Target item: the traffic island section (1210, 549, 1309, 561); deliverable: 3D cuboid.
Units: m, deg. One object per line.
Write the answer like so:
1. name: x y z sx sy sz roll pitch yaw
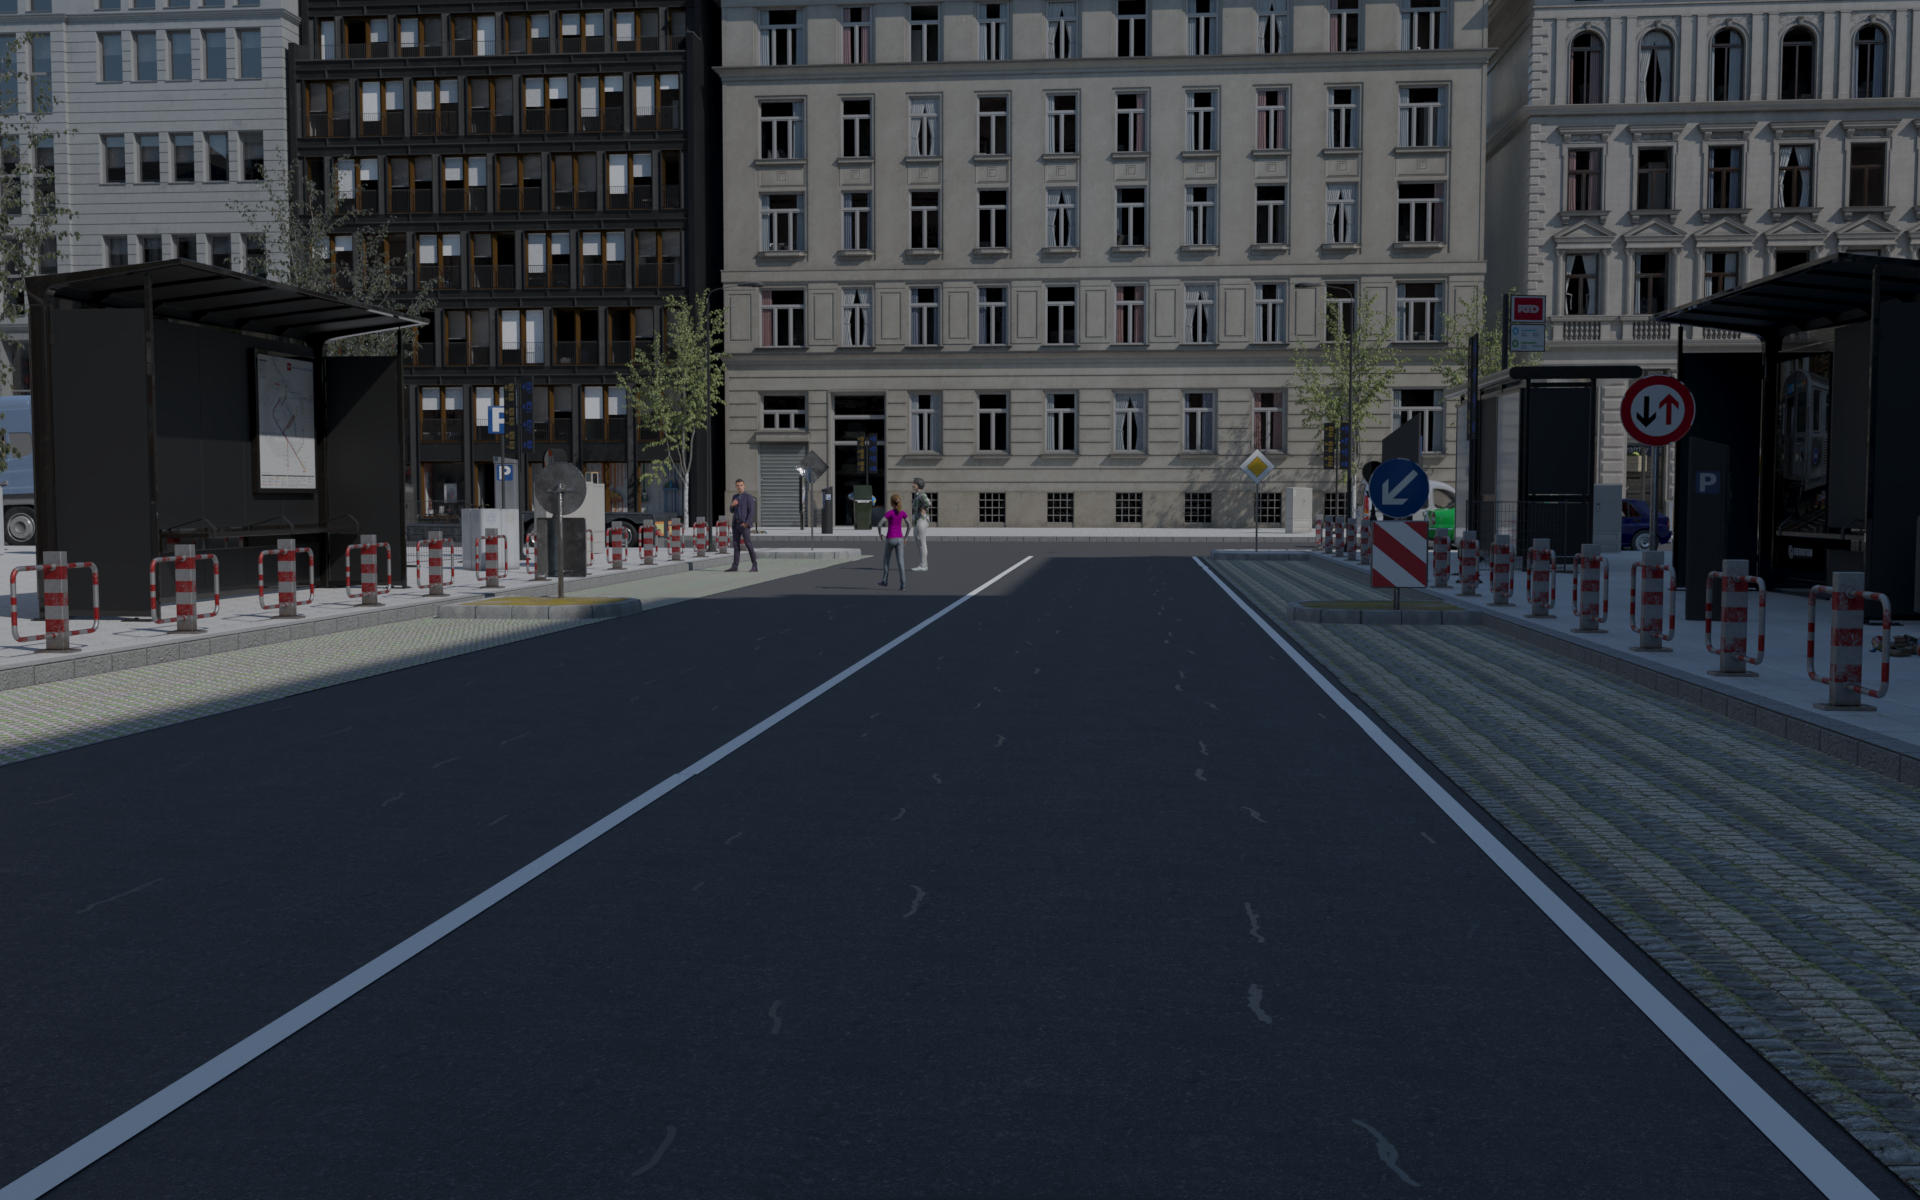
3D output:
1. traffic island section: 6.606 -0.991 38.486 2.009 0.180 2.903 0 4 6

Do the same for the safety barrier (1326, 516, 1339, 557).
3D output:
1. safety barrier: 7.704 -1.276 35.142 0.300 0.817 1.120 0 4 6

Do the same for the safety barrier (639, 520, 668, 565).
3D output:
1. safety barrier: -5.615 -1.036 31.219 0.300 0.817 1.120 0 4 6

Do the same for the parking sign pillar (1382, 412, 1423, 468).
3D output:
1. parking sign pillar: 14.765 -4.241 57.820 1.447 3.967 1.447 3 4 37

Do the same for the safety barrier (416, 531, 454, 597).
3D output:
1. safety barrier: -6.554 -0.451 21.652 0.300 0.817 1.120 0 4 6

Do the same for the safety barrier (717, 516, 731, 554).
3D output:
1. safety barrier: -5.056 -1.387 36.949 0.300 0.817 1.120 0 4 6

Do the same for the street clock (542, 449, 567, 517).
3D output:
1. street clock: -6.467 -1.413 27.680 0.358 2.002 0.471 -3 4 -37

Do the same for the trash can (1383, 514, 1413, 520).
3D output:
1. trash can: 9.047 -1.477 35.802 0.748 1.137 0.748 0 3 0

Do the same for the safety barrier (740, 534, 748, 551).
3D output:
1. safety barrier: -4.868 -1.503 38.856 0.300 0.817 1.120 0 4 6

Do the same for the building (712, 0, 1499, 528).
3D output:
1. building: 5.794 -14.604 72.061 30.059 22.955 16.112 0 4 6

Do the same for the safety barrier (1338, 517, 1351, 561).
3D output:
1. safety barrier: 7.519 -1.159 33.222 0.300 0.817 1.120 0 4 6

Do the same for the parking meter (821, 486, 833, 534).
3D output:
1. parking meter: -4.274 -2.892 55.691 0.372 1.533 0.369 0 3 0

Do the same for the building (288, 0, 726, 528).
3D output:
1. building: -17.269 -14.826 72.085 15.834 23.373 12.332 0 4 6

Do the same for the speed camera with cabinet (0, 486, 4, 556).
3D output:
1. speed camera with cabinet: -20.021 -2.494 35.105 0.660 3.252 2.038 -1 4 -14

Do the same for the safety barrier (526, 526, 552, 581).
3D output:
1. safety barrier: -6.179 -0.686 25.489 0.300 0.817 1.120 0 4 6

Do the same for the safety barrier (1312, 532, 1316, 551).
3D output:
1. safety barrier: 8.080 -1.510 38.969 0.300 0.817 1.120 0 4 6

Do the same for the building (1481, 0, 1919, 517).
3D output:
1. building: 30.404 -14.555 66.847 19.941 23.489 11.050 0 4 6

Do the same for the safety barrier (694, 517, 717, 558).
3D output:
1. safety barrier: -5.243 -1.270 35.041 0.300 0.817 1.120 0 4 6

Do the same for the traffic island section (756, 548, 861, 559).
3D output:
1. traffic island section: -3.387 -1.051 39.466 2.009 0.180 2.903 0 4 6

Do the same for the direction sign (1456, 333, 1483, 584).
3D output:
1. direction sign: 7.336 -2.009 24.846 0.379 3.537 0.876 1 4 9

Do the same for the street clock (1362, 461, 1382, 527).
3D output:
1. street clock: 9.013 -2.031 37.769 0.471 2.002 0.358 0 4 5

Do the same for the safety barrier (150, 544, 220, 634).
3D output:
1. safety barrier: -7.113 -0.100 15.915 0.300 0.817 1.120 0 4 6

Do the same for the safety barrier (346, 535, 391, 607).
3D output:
1. safety barrier: -6.737 -0.334 19.743 0.300 0.817 1.120 0 4 6

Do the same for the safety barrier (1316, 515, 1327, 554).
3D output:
1. safety barrier: 7.893 -1.393 37.055 0.300 0.817 1.120 0 4 6

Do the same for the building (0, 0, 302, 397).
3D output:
1. building: -40.063 -18.090 73.256 29.804 29.767 11.434 0 4 6

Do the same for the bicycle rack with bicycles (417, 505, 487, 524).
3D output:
1. bicycle rack with bicycles: -16.954 -2.783 58.889 2.852 0.926 2.925 1 4 21

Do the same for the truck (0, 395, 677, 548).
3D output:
1. truck: -16.837 -3.367 44.806 18.799 4.110 2.967 0 4 4

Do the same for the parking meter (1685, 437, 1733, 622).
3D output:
1. parking meter: 7.593 -0.724 17.547 0.399 1.863 0.255 2 4 30

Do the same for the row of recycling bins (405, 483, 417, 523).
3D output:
1. row of recycling bins: -20.721 -3.370 62.206 1.069 1.692 3.534 1 4 17

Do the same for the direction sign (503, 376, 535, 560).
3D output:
1. direction sign: -8.526 -2.541 33.536 0.876 3.537 0.379 3 4 38

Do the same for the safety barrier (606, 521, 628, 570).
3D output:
1. safety barrier: -5.803 -0.920 29.311 0.300 0.817 1.120 0 4 6

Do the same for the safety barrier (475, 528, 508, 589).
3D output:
1. safety barrier: -6.368 -0.568 23.562 0.300 0.817 1.120 0 4 6

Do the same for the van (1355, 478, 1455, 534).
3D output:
1. van: 12.527 -2.371 45.780 4.112 2.044 2.013 0 4 4

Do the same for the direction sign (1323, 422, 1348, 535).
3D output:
1. direction sign: 11.960 -3.852 54.971 0.876 3.537 0.379 2 4 31

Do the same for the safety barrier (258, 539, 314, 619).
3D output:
1. safety barrier: -6.926 -0.217 17.825 0.300 0.817 1.120 0 4 6

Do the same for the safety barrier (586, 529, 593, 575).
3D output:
1. safety barrier: -5.990 -0.803 27.397 0.300 0.817 1.120 0 4 6

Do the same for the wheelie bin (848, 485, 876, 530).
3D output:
1. wheelie bin: -3.512 -3.304 61.921 0.980 1.594 0.693 0 4 -7

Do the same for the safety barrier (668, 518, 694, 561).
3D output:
1. safety barrier: -5.433 -1.153 33.129 0.300 0.817 1.120 0 4 6

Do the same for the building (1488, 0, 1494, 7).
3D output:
1. building: 37.512 -30.383 146.865 14.600 45.320 14.200 0 4 6

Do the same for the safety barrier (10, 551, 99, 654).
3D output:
1. safety barrier: -7.304 0.017 14.000 0.300 0.817 1.120 0 4 6

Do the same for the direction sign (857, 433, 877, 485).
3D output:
1. direction sign: -3.476 -4.454 64.817 0.876 3.537 0.379 2 4 31
